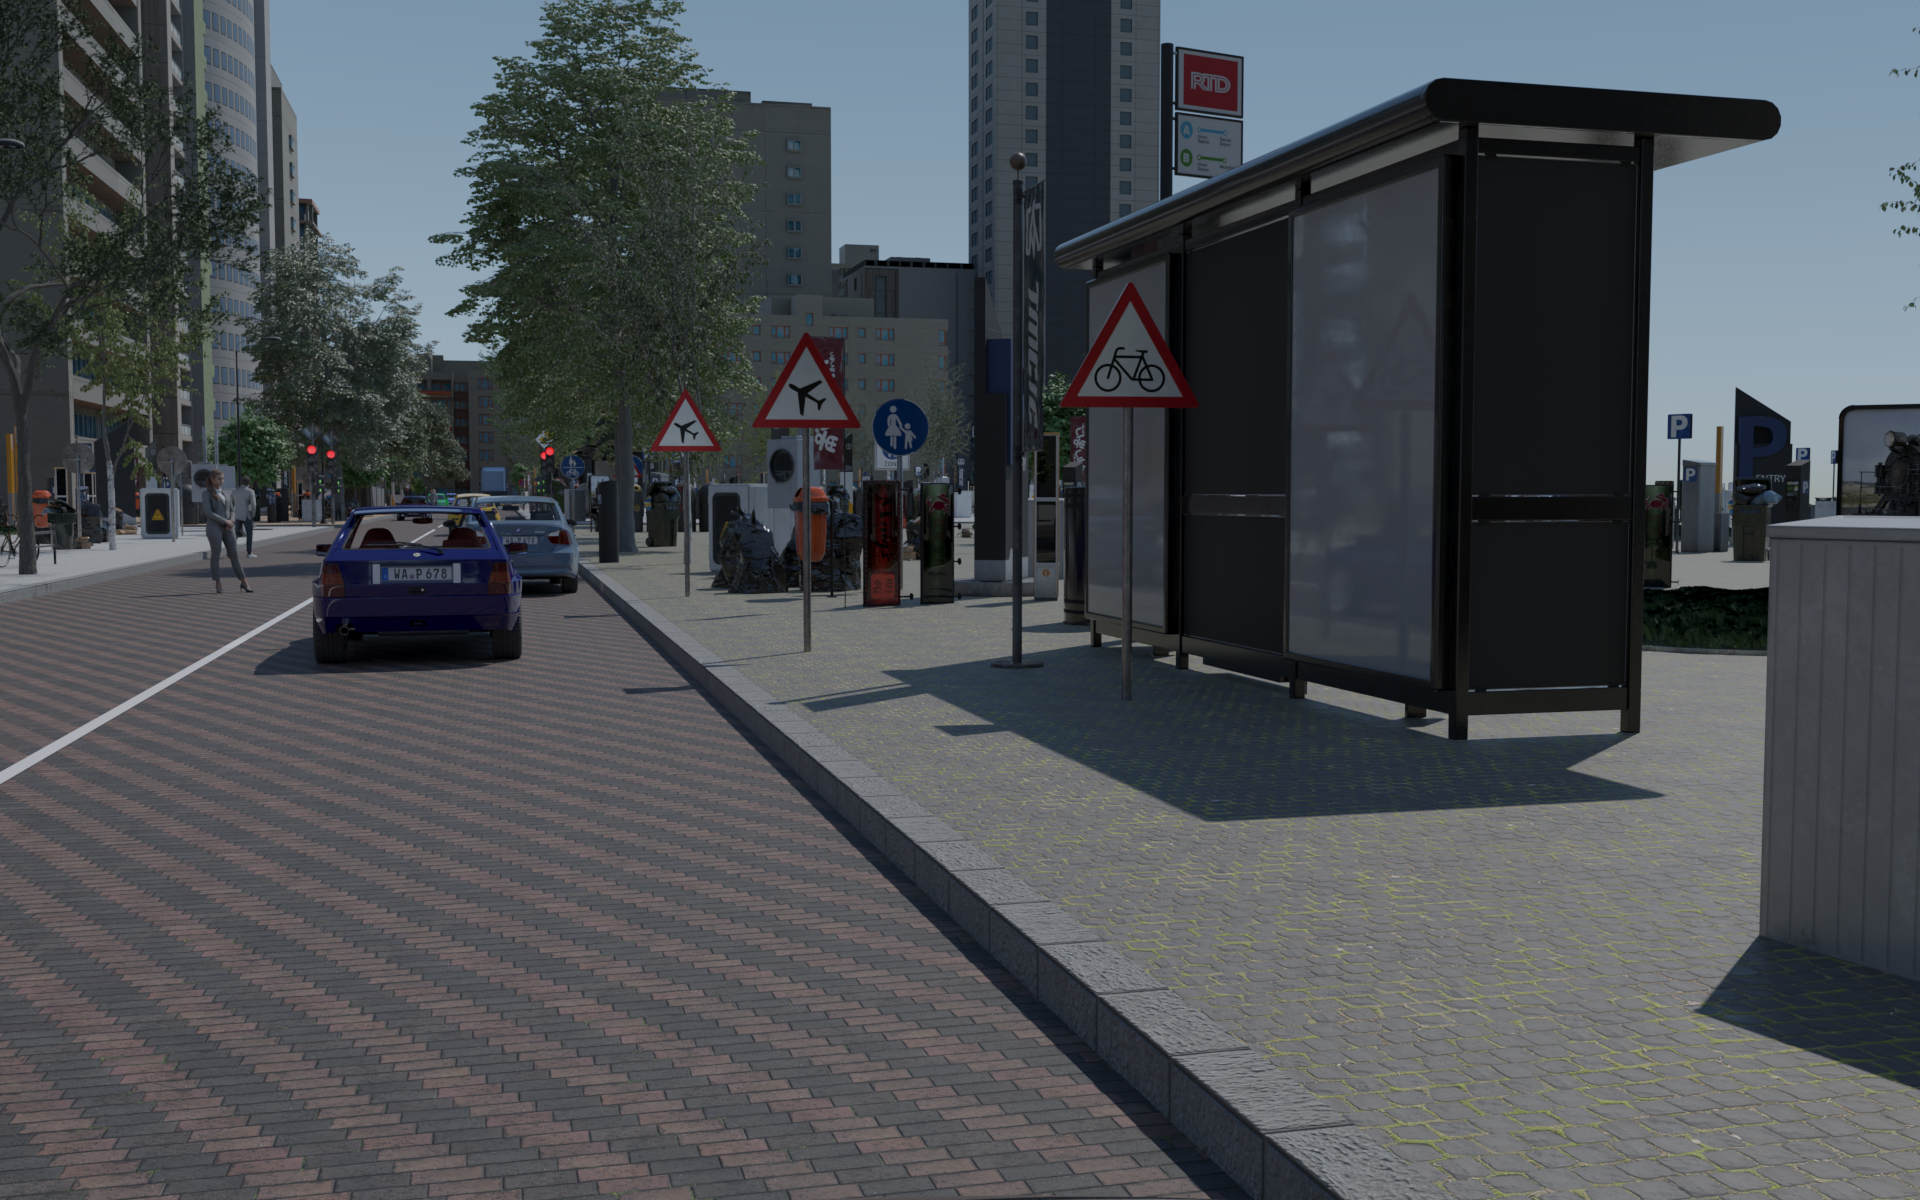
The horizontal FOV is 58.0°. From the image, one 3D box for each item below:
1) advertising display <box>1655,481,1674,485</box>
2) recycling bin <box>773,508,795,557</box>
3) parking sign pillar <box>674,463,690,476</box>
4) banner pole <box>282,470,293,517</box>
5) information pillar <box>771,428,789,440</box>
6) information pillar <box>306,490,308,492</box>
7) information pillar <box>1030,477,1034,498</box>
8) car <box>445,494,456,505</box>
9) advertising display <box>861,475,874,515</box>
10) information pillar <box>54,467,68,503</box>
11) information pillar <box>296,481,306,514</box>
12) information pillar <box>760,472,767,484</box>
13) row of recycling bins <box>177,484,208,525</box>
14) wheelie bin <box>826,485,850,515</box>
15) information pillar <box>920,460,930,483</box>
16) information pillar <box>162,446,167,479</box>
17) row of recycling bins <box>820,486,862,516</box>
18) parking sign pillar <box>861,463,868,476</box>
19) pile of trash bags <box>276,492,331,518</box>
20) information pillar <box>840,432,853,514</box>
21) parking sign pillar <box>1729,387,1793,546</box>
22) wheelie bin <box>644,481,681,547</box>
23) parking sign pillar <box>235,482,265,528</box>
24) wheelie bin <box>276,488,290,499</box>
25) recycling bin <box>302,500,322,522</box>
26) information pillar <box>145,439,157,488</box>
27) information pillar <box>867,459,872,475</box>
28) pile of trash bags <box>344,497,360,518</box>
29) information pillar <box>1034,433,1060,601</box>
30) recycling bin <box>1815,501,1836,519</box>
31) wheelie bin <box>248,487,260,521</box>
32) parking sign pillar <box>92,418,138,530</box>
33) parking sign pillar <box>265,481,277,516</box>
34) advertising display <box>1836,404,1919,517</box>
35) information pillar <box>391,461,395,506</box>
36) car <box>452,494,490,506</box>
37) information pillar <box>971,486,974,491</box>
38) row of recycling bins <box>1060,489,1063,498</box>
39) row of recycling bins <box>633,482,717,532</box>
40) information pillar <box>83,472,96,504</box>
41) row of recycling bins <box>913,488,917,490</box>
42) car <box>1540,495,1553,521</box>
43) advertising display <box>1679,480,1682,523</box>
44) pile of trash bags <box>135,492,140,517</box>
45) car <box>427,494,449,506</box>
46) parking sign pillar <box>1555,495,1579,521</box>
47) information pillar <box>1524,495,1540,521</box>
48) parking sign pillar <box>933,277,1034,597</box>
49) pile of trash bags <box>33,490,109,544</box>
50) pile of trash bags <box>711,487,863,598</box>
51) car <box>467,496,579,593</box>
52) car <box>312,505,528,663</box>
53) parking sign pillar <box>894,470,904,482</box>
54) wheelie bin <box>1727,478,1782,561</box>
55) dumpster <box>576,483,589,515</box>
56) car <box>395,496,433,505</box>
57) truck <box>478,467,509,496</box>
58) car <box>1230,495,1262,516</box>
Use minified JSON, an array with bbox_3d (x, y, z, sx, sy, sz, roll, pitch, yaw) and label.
[{"bbox_3d":[33.686,-4.749,82.864,0.123,1.923,0.974,-2,4,-33],"label":"advertising display"},{"bbox_3d":[-3.362,-1.215,32.424,0.722,1.027,0.722,-3,4,-38],"label":"recycling bin"},{"bbox_3d":[-15.651,-6.661,97.373,1.447,3.967,1.447,-2,4,-35],"label":"parking sign pillar"},{"bbox_3d":[-37.508,-6.522,96.650,0.401,3.779,0.863,2,4,24],"label":"banner pole"},{"bbox_3d":[-4.665,-3.270,44.821,0.504,3.616,0.183,-1,4,-12],"label":"information pillar"},{"bbox_3d":[-44.059,-6.882,117.012,0.304,2.012,0.304,-2,4,-26],"label":"information pillar"},{"bbox_3d":[6.312,-9.819,151.894,0.504,3.616,0.183,-2,4,-34],"label":"information pillar"},{"bbox_3d":[-59.051,-11.706,200.987,1.945,1.707,3.694,-1,4,-13],"label":"car"},{"bbox_3d":[-3.103,-3.232,58.061,0.123,1.923,0.974,-1,4,-21],"label":"advertising display"},{"bbox_3d":[-24.690,-2.636,47.592,0.304,2.012,0.304,-2,4,-32],"label":"information pillar"},{"bbox_3d":[-36.549,-5.584,95.790,0.304,2.012,0.304,3,5,42],"label":"information pillar"},{"bbox_3d":[-6.488,-3.266,57.892,0.304,2.012,0.304,-2,4,-31],"label":"information pillar"},{"bbox_3d":[-32.867,-4.095,74.070,1.069,1.692,3.534,-1,4,-14],"label":"row of recycling bins"},{"bbox_3d":[-4.137,-3.111,58.766,0.693,1.594,0.980,2,4,35],"label":"wheelie bin"},{"bbox_3d":[-2.303,-7.818,119.186,0.504,3.616,0.183,2,4,31],"label":"information pillar"},{"bbox_3d":[-39.075,-5.737,85.159,0.183,3.616,0.504,-1,4,-12],"label":"information pillar"},{"bbox_3d":[-5.814,-4.761,84.948,3.534,1.692,1.069,2,4,31],"label":"row of recycling bins"},{"bbox_3d":[-8.174,-9.907,150.448,1.447,3.967,1.447,1,4,14],"label":"parking sign pillar"},{"bbox_3d":[-34.578,-4.991,91.359,3.447,1.369,1.912,-1,4,-13],"label":"pile of trash bags"},{"bbox_3d":[-4.253,-4.506,65.027,0.504,3.616,0.183,-1,4,-18],"label":"information pillar"},{"bbox_3d":[20.125,-3.362,43.433,1.447,3.967,1.447,1,4,15],"label":"parking sign pillar"},{"bbox_3d":[-7.242,-2.106,42.341,0.693,1.594,0.980,2,4,35],"label":"wheelie bin"},{"bbox_3d":[-27.421,-4.706,65.418,1.447,3.967,1.447,0,4,2],"label":"parking sign pillar"},{"bbox_3d":[-36.306,-5.182,92.640,0.980,1.594,0.693,2,4,29],"label":"wheelie bin"},{"bbox_3d":[-29.636,-4.076,79.195,0.722,1.027,0.722,0,4,-7],"label":"recycling bin"},{"bbox_3d":[-34.581,-5.062,74.117,0.183,3.616,0.504,2,4,32],"label":"information pillar"},{"bbox_3d":[-6.065,-7.660,116.590,0.183,3.616,0.504,-3,4,-37],"label":"information pillar"},{"bbox_3d":[-34.353,-5.188,94.583,3.447,1.369,1.912,1,4,11],"label":"pile of trash bags"},{"bbox_3d":[1.043,-1.003,20.893,0.304,2.012,0.304,0,4,4],"label":"information pillar"},{"bbox_3d":[31.036,-3.024,61.994,0.722,1.027,0.722,2,4,32],"label":"recycling bin"},{"bbox_3d":[-33.284,-4.486,81.247,0.980,1.594,0.693,2,4,29],"label":"wheelie bin"},{"bbox_3d":[-29.660,-4.417,60.688,1.447,3.967,1.447,-3,5,-43],"label":"parking sign pillar"},{"bbox_3d":[-41.086,-6.961,102.286,1.447,3.967,1.447,-3,4,-38],"label":"parking sign pillar"},{"bbox_3d":[6.805,-0.439,12.390,0.974,1.923,0.123,2,4,30],"label":"advertising display"},{"bbox_3d":[-39.648,-7.935,121.086,0.183,3.616,0.504,-2,4,-34],"label":"information pillar"},{"bbox_3d":[-16.973,-3.069,60.406,2.015,1.641,3.980,-1,4,-17],"label":"car"},{"bbox_3d":[1.139,-9.471,159.348,0.304,2.012,0.304,0,4,6],"label":"information pillar"},{"bbox_3d":[9.608,-8.818,151.294,3.534,1.692,1.069,3,4,37],"label":"row of recycling bins"},{"bbox_3d":[-9.836,-3.161,58.795,3.534,1.692,1.069,-1,4,-13],"label":"row of recycling bins"},{"bbox_3d":[-29.481,-3.315,58.699,0.304,2.012,0.304,-1,4,-11],"label":"information pillar"},{"bbox_3d":[-3.641,-8.598,147.693,1.069,1.692,3.534,-1,4,-23],"label":"row of recycling bins"},{"bbox_3d":[29.881,-4.554,86.465,4.499,1.417,2.014,-1,4,-17],"label":"car"},{"bbox_3d":[32.312,-4.425,77.556,0.123,1.923,0.974,2,4,27],"label":"advertising display"},{"bbox_3d":[-45.466,-5.292,96.278,1.912,1.369,3.447,-1,4,-13],"label":"pile of trash bags"},{"bbox_3d":[-42.993,-8.162,142.250,1.959,1.807,4.718,-1,4,-13],"label":"car"},{"bbox_3d":[21.576,-4.429,60.893,1.447,3.967,1.447,-2,4,-25],"label":"parking sign pillar"},{"bbox_3d":[13.579,-2.240,41.111,0.304,2.012,0.304,2,4,34],"label":"information pillar"},{"bbox_3d":[0.540,-2.063,22.207,1.447,3.967,1.447,1,4,15],"label":"parking sign pillar"},{"bbox_3d":[-23.136,-2.128,44.541,1.912,1.369,3.447,-1,4,-12],"label":"pile of trash bags"},{"bbox_3d":[-2.174,-0.797,22.780,1.912,1.369,3.447,-1,4,-15],"label":"pile of trash bags"},{"bbox_3d":[-6.762,-0.866,26.158,2.014,1.417,4.499,-1,4,-17],"label":"car"},{"bbox_3d":[-5.016,-0.220,16.171,1.945,1.354,3.894,-1,4,-16],"label":"car"},{"bbox_3d":[-3.501,-6.671,97.539,1.447,3.967,1.447,1,4,13],"label":"parking sign pillar"},{"bbox_3d":[15.241,-1.552,33.277,0.980,1.594,0.693,2,4,33],"label":"wheelie bin"},{"bbox_3d":[-19.163,-5.109,89.295,1.264,1.857,1.865,-1,4,-15],"label":"dumpster"},{"bbox_3d":[-29.525,-4.966,93.780,1.945,1.354,3.894,-1,4,-14],"label":"car"},{"bbox_3d":[-45.189,-10.925,168.384,2.967,4.110,18.799,-1,4,-16],"label":"truck"},{"bbox_3d":[13.299,-4.119,79.707,4.827,1.381,2.083,-1,4,-16],"label":"car"}]
